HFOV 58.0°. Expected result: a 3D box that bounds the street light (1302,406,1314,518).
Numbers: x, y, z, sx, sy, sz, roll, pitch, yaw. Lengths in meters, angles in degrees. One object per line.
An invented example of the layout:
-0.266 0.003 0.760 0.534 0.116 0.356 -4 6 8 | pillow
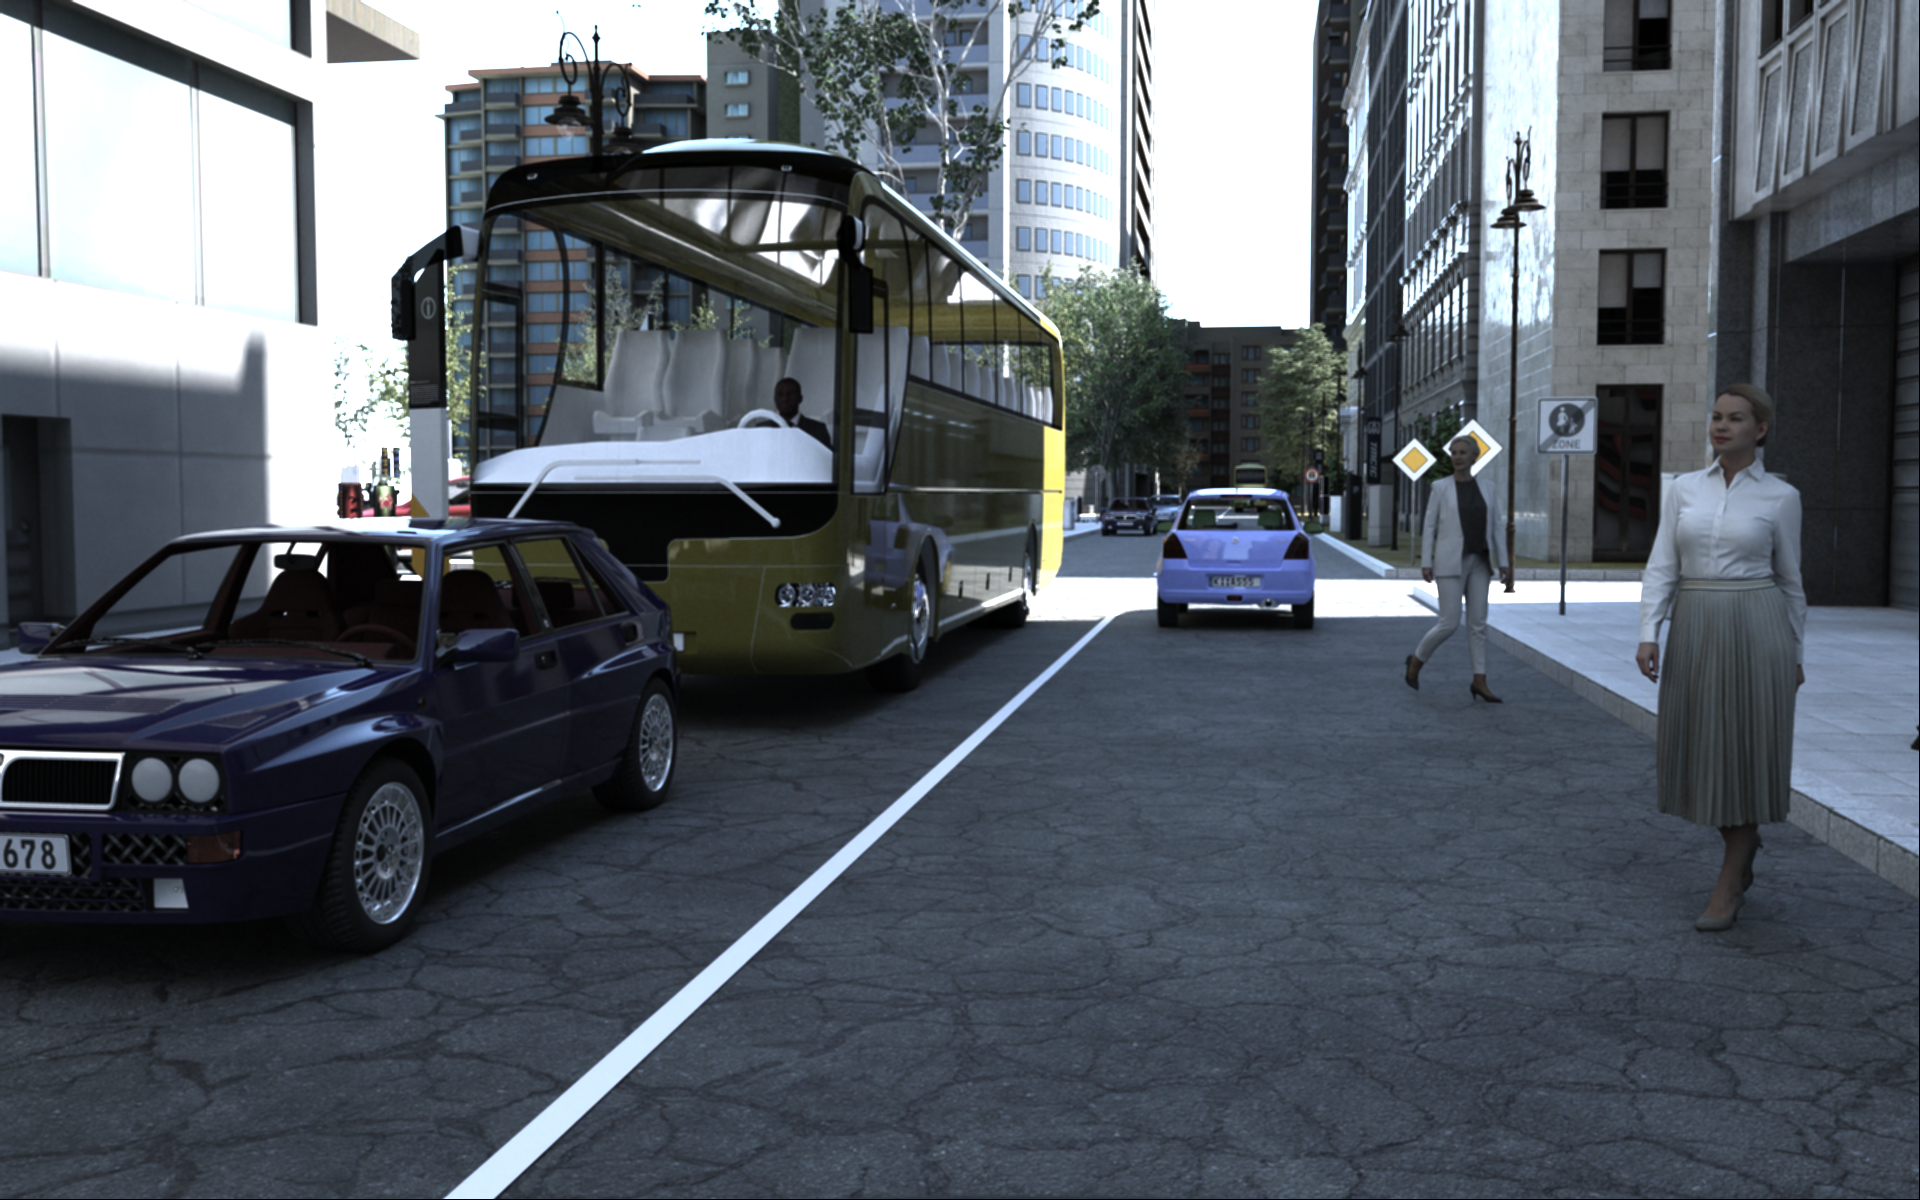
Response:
18.418 -7.230 90.998 0.468 5.910 1.993 1 4 9 | street light

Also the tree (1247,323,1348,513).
22.887 -12.014 114.557 7.486 12.596 7.792 0 3 0 | tree

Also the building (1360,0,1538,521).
24.690 -17.007 71.577 14.314 27.812 24.014 1 4 9 | building

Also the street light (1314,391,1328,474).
16.320 -6.427 77.875 0.468 5.910 1.993 1 4 9 | street light

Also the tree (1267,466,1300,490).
32.591 -11.674 174.583 4.285 4.588 4.351 0 3 0 | tree

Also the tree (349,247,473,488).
-15.894 -6.189 51.546 4.737 8.622 4.395 0 3 0 | tree

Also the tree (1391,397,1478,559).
9.734 -2.439 34.486 1.663 3.219 1.824 0 3 0 | tree

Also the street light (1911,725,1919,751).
4.874 -2.185 8.512 0.468 5.910 1.993 1 4 9 | street light

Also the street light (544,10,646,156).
-3.578 -2.717 17.205 0.468 5.910 1.993 1 4 9 | street light

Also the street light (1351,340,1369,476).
12.016 -4.855 52.168 0.468 5.910 1.993 1 4 9 | street light

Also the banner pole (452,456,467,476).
-30.744 -7.065 105.526 0.863 3.779 0.401 0 4 5 | banner pole

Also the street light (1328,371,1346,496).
14.208 -5.644 65.062 0.468 5.910 1.993 1 4 9 | street light

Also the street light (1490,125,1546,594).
7.111 -3.024 22.228 0.468 5.910 1.993 1 4 9 | street light

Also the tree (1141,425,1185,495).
14.982 -11.081 131.538 4.737 8.622 4.395 0 3 0 | tree

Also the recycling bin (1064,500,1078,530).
3.671 -3.000 61.605 0.722 1.027 0.722 1 4 14 | recycling bin

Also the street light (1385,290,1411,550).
9.913 -4.071 39.355 0.468 5.910 1.993 1 4 9 | street light

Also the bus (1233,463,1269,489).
23.128 -8.946 137.820 2.896 3.916 12.252 1 4 10 | bus

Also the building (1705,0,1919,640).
13.297 -11.710 9.476 12.078 24.808 19.932 1 4 9 | building

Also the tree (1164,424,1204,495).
22.875 -13.936 178.209 4.360 8.622 3.978 0 3 0 | tree

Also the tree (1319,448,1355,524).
15.855 -4.824 73.477 1.663 3.219 1.824 0 3 0 | tree

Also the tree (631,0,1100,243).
-1.831 -11.364 41.696 12.611 20.169 13.585 0 3 0 | tree

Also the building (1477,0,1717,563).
20.130 -11.057 35.533 16.860 20.320 10.420 1 4 9 | building

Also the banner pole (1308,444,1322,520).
17.695 -5.868 85.965 0.863 3.779 0.401 -1 4 -15 | banner pole

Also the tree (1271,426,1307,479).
34.454 -14.141 181.567 4.737 8.622 4.395 0 3 0 | tree

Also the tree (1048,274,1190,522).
6.868 -9.494 80.976 9.928 11.665 9.643 0 3 0 | tree

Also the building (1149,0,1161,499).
9.004 -44.800 170.732 20.611 71.187 20.563 1 4 9 | building

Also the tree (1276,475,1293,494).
30.269 -10.125 160.141 1.663 3.219 1.824 0 3 0 | tree

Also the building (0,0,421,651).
-20.860 -25.669 8.925 27.495 52.752 28.713 1 4 9 | building

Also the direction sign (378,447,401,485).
-27.201 -5.553 82.795 0.876 3.537 0.379 -1 4 -17 | direction sign

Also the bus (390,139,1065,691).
-0.928 -1.493 15.966 2.896 3.916 12.252 1 4 10 | bus

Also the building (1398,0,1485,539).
18.602 -12.333 50.796 9.793 20.994 18.267 1 4 9 | building

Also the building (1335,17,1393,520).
27.836 -18.817 93.566 13.634 28.700 20.117 1 4 9 | building

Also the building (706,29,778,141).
-12.015 -33.637 173.663 21.600 48.544 21.300 1 4 9 | building

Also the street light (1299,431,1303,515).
20.663 -8.043 104.297 0.468 5.910 1.993 1 4 9 | street light

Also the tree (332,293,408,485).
-22.257 -6.886 62.944 4.360 8.622 3.978 0 3 0 | tree

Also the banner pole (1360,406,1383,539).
11.672 -3.636 49.474 0.863 3.779 0.401 -1 4 -16 | banner pole

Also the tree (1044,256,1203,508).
8.072 -11.331 91.911 9.857 13.997 8.962 0 3 0 | tree

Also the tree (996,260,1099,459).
2.090 -6.333 53.901 4.737 8.622 4.395 0 3 0 | tree
